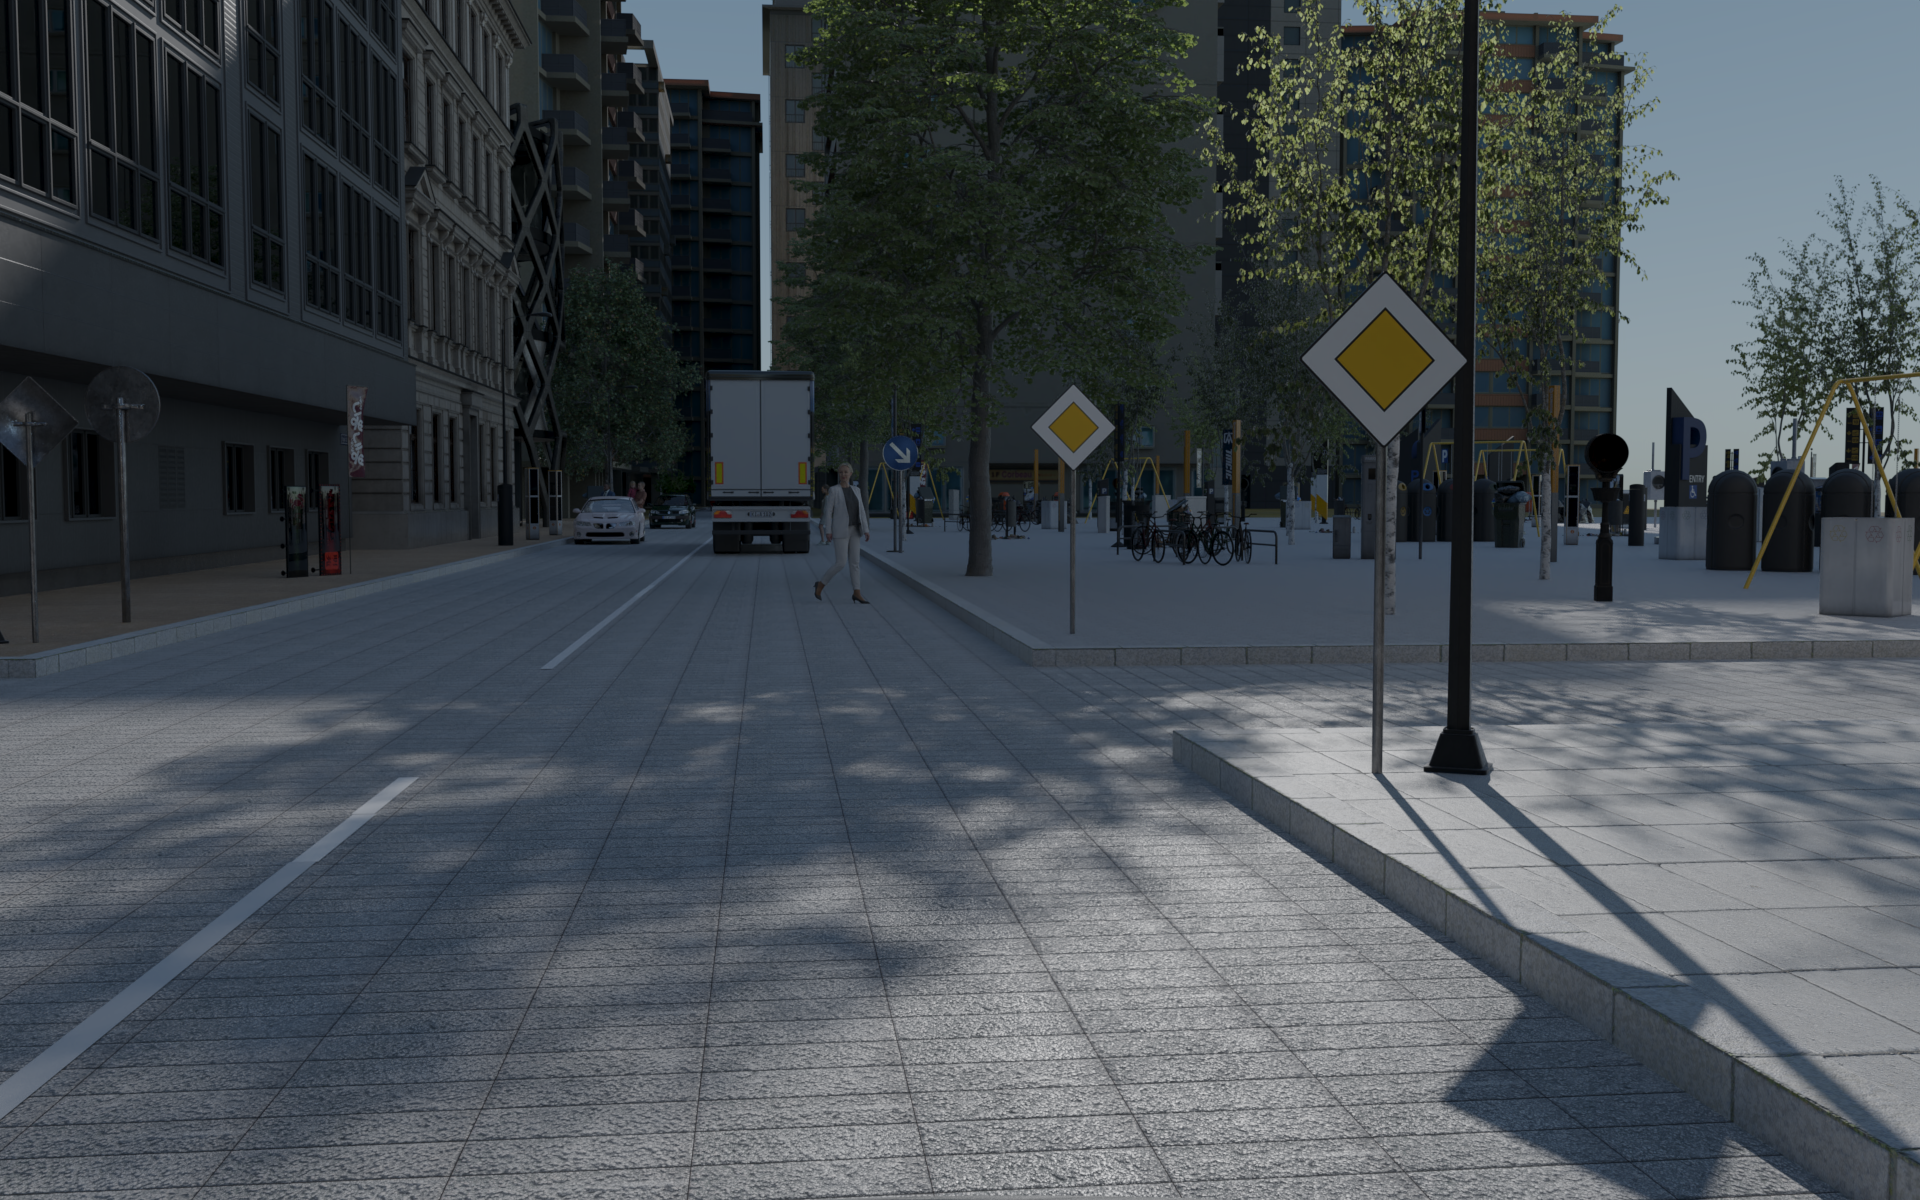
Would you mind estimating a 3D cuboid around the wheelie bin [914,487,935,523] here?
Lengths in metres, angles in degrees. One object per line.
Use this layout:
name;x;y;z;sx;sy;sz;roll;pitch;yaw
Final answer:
wheelie bin;-1.599;-4.157;75.871;0.980;1.594;0.693;-2;4;-32

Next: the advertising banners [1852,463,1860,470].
advertising banners;49.324;-6.153;96.794;2.074;3.025;0.090;0;4;-7

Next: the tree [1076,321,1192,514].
tree;6.655;-7.250;68.896;4.737;8.622;4.395;0;3;0

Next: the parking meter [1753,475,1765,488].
parking meter;24.494;-2.909;53.268;0.399;1.863;0.255;0;4;7

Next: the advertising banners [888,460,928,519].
advertising banners;-2.627;-5.637;88.359;2.074;3.025;0.090;-1;4;-15

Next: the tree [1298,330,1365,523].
tree;16.092;-7.730;76.748;4.737;8.622;4.395;0;3;0

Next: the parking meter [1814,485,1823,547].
parking meter;20.937;-2.056;42.031;0.372;1.533;0.369;0;3;0

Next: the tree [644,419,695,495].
tree;-21.629;-10.742;125.995;4.737;8.622;4.395;0;3;0

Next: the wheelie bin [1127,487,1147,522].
wheelie bin;8.241;-4.452;80.698;0.980;1.594;0.693;-1;4;-12

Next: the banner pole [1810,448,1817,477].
banner pole;46.462;-6.383;94.385;0.863;3.779;0.401;-3;5;-40

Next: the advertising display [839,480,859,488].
advertising display;-5.128;-4.603;80.467;0.974;1.923;0.123;1;4;13

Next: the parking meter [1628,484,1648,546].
parking meter;16.726;-2.104;42.810;0.372;1.533;0.369;0;3;0

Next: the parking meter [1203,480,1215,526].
parking meter;10.073;-3.935;70.050;0.399;1.863;0.255;-2;4;-26

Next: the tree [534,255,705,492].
tree;-17.033;-10.189;83.591;9.611;12.733;9.660;0;3;0

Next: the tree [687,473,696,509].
tree;-21.808;-8.569;134.712;1.663;3.219;1.824;0;3;0

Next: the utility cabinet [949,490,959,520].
utility cabinet;-0.284;-4.685;85.283;0.318;1.500;1.173;-1;4;-11

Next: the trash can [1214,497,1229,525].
trash can;10.989;-3.747;72.925;0.748;1.137;0.748;0;3;0

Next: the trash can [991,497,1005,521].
trash can;1.672;-4.083;78.414;0.748;1.137;0.748;0;3;0

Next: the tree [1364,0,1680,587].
tree;8.558;-4.614;25.797;4.360;8.622;3.978;0;3;0

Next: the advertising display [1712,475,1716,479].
advertising display;26.405;-3.329;59.639;0.974;1.923;0.123;0;4;5

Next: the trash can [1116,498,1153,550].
trash can;4.102;-1.748;40.235;0.748;1.137;0.748;0;3;0

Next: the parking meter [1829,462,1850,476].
parking meter;16.201;-1.606;31.965;0.255;1.863;0.399;0;4;8

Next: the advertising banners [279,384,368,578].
advertising banners;-9.944;-1.897;27.211;0.090;3.025;2.074;1;4;19

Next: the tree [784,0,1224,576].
tree;0.622;-6.665;27.105;7.486;12.596;7.792;0;3;0

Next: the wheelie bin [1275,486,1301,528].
wheelie bin;12.528;-3.569;66.254;0.980;1.594;0.693;1;4;9

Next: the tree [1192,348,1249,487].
tree;12.406;-8.327;86.510;4.737;8.622;4.395;0;3;0

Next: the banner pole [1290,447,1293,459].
banner pole;16.010;-5.728;83.663;0.401;3.779;0.863;0;4;0

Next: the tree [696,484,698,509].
tree;-23.893;-9.738;153.817;1.663;3.219;1.824;0;3;0

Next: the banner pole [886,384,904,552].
banner pole;-1.472;-2.963;38.455;0.401;3.779;0.863;-1;4;-9

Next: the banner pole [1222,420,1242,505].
banner pole;9.271;-4.205;58.774;0.863;3.779;0.401;2;4;28

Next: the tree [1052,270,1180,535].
tree;5.108;-6.354;54.244;4.360;8.622;3.978;0;3;0

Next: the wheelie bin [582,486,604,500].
wheelie bin;-14.101;-3.610;66.929;0.980;1.594;0.693;-1;4;-10

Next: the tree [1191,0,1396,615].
tree;4.562;-4.165;18.463;4.360;8.622;3.978;0;3;0

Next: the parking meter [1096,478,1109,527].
parking meter;5.319;-3.604;64.639;0.399;1.863;0.255;-1;4;-18

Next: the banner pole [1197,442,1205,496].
banner pole;11.596;-5.715;83.455;0.401;3.779;0.863;3;4;37

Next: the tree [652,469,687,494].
tree;-20.471;-7.729;120.978;1.663;3.219;1.824;0;3;0

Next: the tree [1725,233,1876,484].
tree;24.117;-6.096;50.037;4.737;8.622;4.395;0;3;0

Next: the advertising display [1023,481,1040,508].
advertising display;3.530;-4.925;85.734;0.974;1.923;0.123;3;5;42

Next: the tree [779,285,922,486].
tree;-4.865;-8.470;72.896;7.601;10.594;8.767;-1;4;-20

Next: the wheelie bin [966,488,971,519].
wheelie bin;0.780;-4.811;86.569;0.980;1.594;0.693;0;4;2

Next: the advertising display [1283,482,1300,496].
advertising display;17.557;-5.299;91.849;0.123;1.923;0.974;-3;5;-45

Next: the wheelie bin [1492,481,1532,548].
wheelie bin;13.160;-2.049;41.414;0.980;1.594;0.693;2;4;33

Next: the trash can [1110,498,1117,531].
trash can;5.327;-2.938;59.693;0.748;1.137;0.748;0;3;0

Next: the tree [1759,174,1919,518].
tree;20.641;-5.427;39.094;4.360;8.622;3.978;0;3;0

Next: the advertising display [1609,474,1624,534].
advertising display;21.031;-3.078;55.532;0.123;1.923;0.974;0;4;2

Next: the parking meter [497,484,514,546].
parking meter;-11.314;-2.122;43.099;0.372;1.533;0.369;0;3;0

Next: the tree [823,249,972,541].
tree;-1.549;-5.906;46.933;4.737;8.622;4.395;0;3;0
